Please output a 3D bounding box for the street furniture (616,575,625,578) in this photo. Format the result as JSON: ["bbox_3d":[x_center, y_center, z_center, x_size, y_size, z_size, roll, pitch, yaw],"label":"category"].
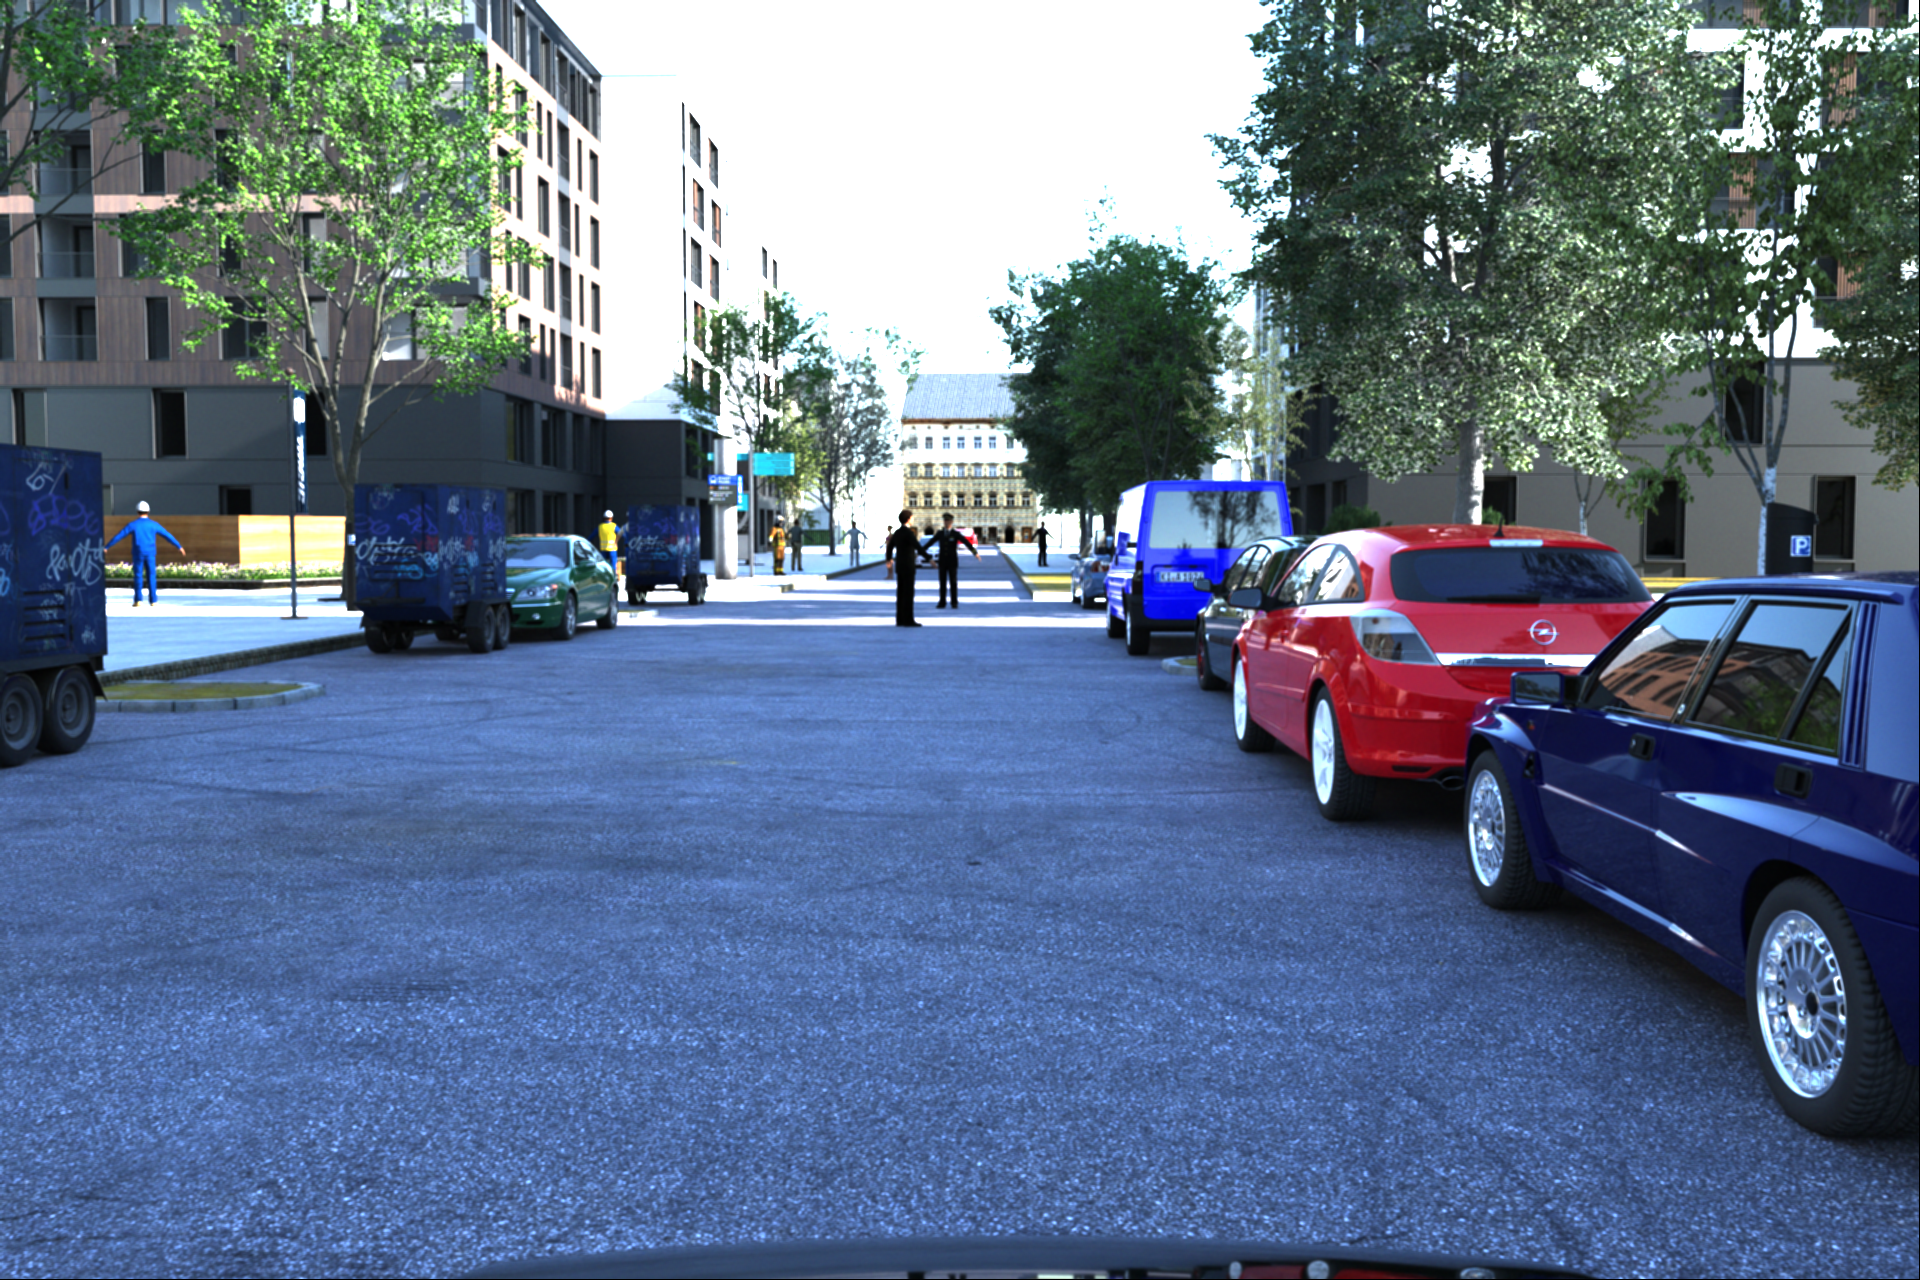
[{"bbox_3d":[-13.140,-2.289,53.046,10.072,0.657,5.734,0,4,-7],"label":"street furniture"}]

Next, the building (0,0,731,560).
[{"bbox_3d":[-26.474,-14.166,75.589,27.936,21.610,32.646,0,4,2],"label":"building"}]

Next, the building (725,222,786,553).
[{"bbox_3d":[-27.357,-16.402,112.146,27.936,21.610,32.646,0,4,2],"label":"building"}]

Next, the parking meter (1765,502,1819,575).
[{"bbox_3d":[6.612,-0.330,13.807,0.372,1.533,0.369,0,3,0],"label":"parking meter"}]

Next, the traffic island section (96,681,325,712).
[{"bbox_3d":[-6.639,0.486,14.921,1.991,0.108,1.994,0,4,1],"label":"traffic island section"}]

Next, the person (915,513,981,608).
[{"bbox_3d":[-0.238,-1.533,33.465,1.347,1.837,0.705,1,4,14],"label":"person"}]

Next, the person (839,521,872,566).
[{"bbox_3d":[-4.180,-3.834,68.874,1.347,1.806,0.705,-1,4,-16],"label":"person"}]

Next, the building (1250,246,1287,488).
[{"bbox_3d":[27.316,-14.205,98.702,16.747,18.905,31.486,0,4,1],"label":"building"}]

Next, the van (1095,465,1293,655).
[{"bbox_3d":[2.940,-1.085,22.127,2.240,2.365,5.245,0,4,0],"label":"van"}]

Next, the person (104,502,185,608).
[{"bbox_3d":[-14.289,-1.495,30.318,1.347,1.842,0.705,-2,4,-32],"label":"person"}]

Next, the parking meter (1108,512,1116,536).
[{"bbox_3d":[4.048,-2.404,45.021,0.399,1.863,0.255,0,4,0],"label":"parking meter"}]

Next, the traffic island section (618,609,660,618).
[{"bbox_3d":[-6.339,-0.454,30.297,1.991,0.108,1.994,0,4,1],"label":"traffic island section"}]

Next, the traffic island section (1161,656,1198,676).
[{"bbox_3d":[3.150,0.284,18.217,1.991,0.108,1.994,0,4,1],"label":"traffic island section"}]

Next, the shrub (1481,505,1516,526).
[{"bbox_3d":[14.382,-2.643,47.262,1.661,2.075,1.752,0,3,0],"label":"shrub"}]

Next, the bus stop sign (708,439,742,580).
[{"bbox_3d":[-6.555,-3.631,48.386,0.837,3.901,0.837,0,4,1],"label":"bus stop sign"}]

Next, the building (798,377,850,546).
[{"bbox_3d":[-22.431,-20.684,204.641,16.747,18.905,31.486,0,3,0],"label":"building"}]

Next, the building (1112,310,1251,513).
[{"bbox_3d":[24.610,-21.136,176.494,19.493,23.208,18.063,0,4,1],"label":"building"}]

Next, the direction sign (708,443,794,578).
[{"bbox_3d":[-6.126,-3.830,51.375,2.525,3.948,1.411,0,3,0],"label":"direction sign"}]

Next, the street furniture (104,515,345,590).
[{"bbox_3d":[-18.061,-2.182,42.538,11.010,1.723,9.812,1,4,17],"label":"street furniture"}]

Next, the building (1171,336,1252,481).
[{"bbox_3d":[25.201,-18.838,164.425,16.016,20.090,11.380,0,4,1],"label":"building"}]

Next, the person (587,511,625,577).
[{"bbox_3d":[-8.401,-2.170,41.449,1.349,1.833,0.705,0,4,7],"label":"person"}]

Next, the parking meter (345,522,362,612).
[{"bbox_3d":[-9.999,-1.243,28.731,0.372,1.533,0.369,0,3,0],"label":"parking meter"}]

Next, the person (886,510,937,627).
[{"bbox_3d":[-0.817,-1.116,26.882,0.705,1.806,1.347,-2,4,-35],"label":"person"}]

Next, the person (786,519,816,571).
[{"bbox_3d":[-5.690,-3.308,60.356,1.348,1.796,0.705,1,4,15],"label":"person"}]

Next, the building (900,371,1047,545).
[{"bbox_3d":[2.199,-24.470,233.470,18.063,23.208,19.493,0,4,6],"label":"building"}]

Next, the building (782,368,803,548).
[{"bbox_3d":[-25.423,-20.601,167.752,19.493,23.208,18.063,0,3,0],"label":"building"}]

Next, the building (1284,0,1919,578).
[{"bbox_3d":[26.049,-13.583,66.064,27.936,21.610,32.646,0,4,1],"label":"building"}]

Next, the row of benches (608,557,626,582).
[{"bbox_3d":[-9.640,-1.900,46.530,1.422,0.672,4.104,2,4,26],"label":"row of benches"}]

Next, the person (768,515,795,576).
[{"bbox_3d":[-5.552,-2.905,53.271,0.705,1.858,1.354,2,4,28],"label":"person"}]

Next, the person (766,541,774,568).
[{"bbox_3d":[-6.988,-3.426,65.287,0.599,1.433,0.991,2,4,30],"label":"person"}]

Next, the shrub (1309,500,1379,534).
[{"bbox_3d":[8.945,-2.211,40.194,1.661,2.075,1.752,0,3,0],"label":"shrub"}]

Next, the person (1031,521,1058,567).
[{"bbox_3d":[3.284,-3.797,68.313,1.346,1.802,0.704,-3,4,-38],"label":"person"}]

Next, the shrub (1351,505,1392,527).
[{"bbox_3d":[10.227,-2.441,43.948,1.661,2.075,1.752,0,3,0],"label":"shrub"}]

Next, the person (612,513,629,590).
[{"bbox_3d":[-7.433,-2.051,39.386,1.347,1.847,0.705,2,4,30],"label":"person"}]

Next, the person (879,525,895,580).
[{"bbox_3d":[-2.304,-2.782,54.739,0.721,1.733,1.217,-1,4,-22],"label":"person"}]
